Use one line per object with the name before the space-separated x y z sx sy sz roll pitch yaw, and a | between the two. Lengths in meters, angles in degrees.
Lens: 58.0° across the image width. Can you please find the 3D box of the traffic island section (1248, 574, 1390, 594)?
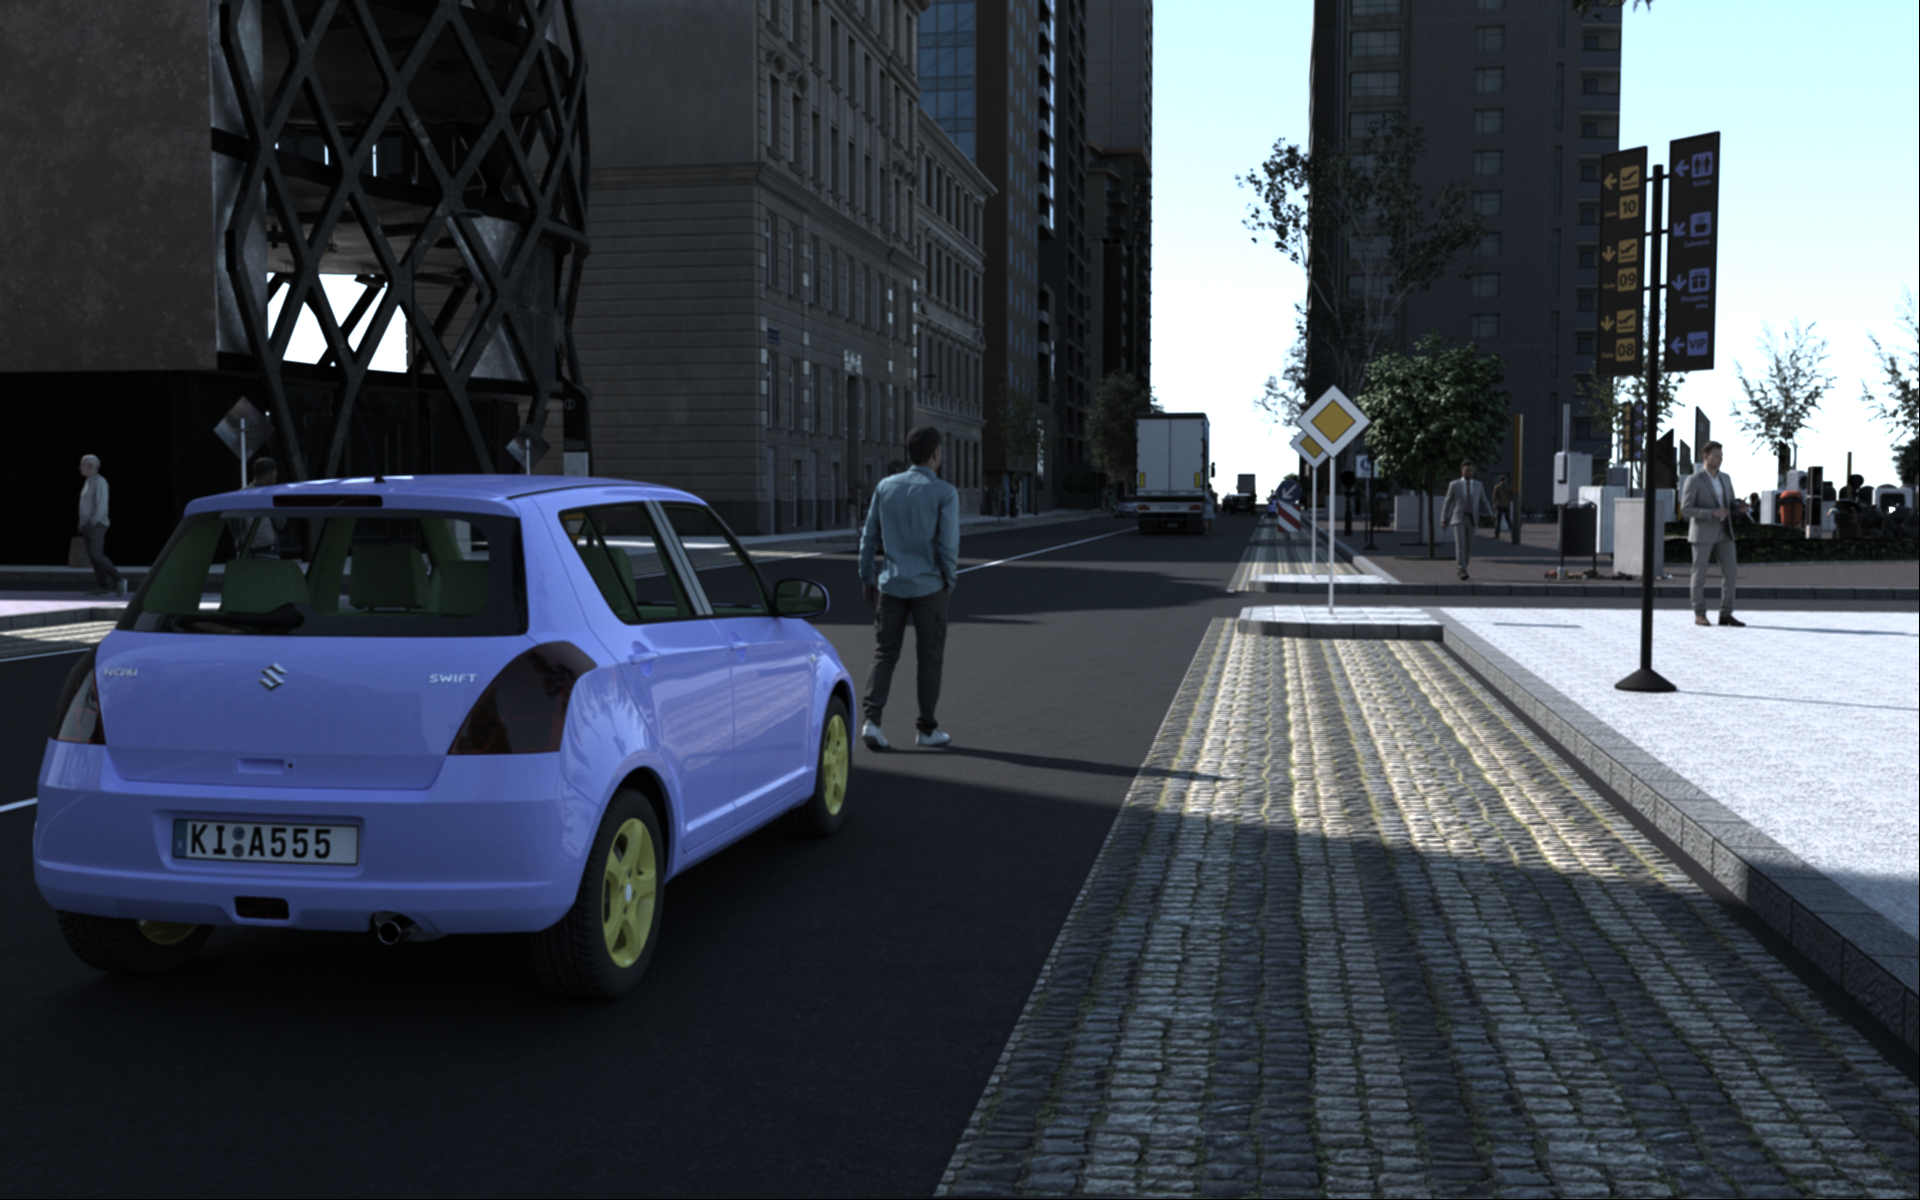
traffic island section | 5.411 -0.246 26.304 2.009 0.180 2.903 1 4 10

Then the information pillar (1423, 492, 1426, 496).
information pillar | 15.139 -3.980 56.425 0.183 3.616 0.504 1 4 11

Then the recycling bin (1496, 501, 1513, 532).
recycling bin | 18.603 -2.828 58.796 0.722 1.027 0.722 1 4 10

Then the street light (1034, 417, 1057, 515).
street light | 5.107 -8.035 103.911 1.470 5.913 1.316 1 4 10

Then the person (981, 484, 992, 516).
person | 1.549 -5.772 100.190 0.755 1.850 0.659 0 4 3

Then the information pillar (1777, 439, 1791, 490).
information pillar | 34.875 -5.015 73.352 0.504 3.616 0.183 1 4 14

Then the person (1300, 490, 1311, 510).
person | 28.588 -8.389 143.186 0.705 1.826 1.348 -2 4 -33

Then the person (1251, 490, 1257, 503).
person | 25.833 -8.773 152.386 0.683 1.767 0.568 1 4 22

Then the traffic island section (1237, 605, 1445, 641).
traffic island section | 3.991 0.235 18.446 2.009 0.180 2.903 1 4 10

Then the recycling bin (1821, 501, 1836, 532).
recycling bin | 29.472 -2.850 59.144 0.722 1.027 0.722 -3 5 -45

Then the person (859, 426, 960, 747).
person | -0.312 -0.080 9.836 0.660 1.820 0.620 1 4 22

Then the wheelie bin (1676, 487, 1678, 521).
wheelie bin | 31.313 -4.146 75.703 0.693 1.594 0.980 2 4 26

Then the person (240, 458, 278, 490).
person | -6.775 -0.480 16.702 0.623 1.781 0.721 0 4 2

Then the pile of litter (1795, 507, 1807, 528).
pile of litter | 31.805 -3.110 64.813 1.719 0.858 1.176 3 5 44

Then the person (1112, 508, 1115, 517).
person | 9.654 -5.960 109.206 0.557 1.426 1.065 0 4 8

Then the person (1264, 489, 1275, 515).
person | 21.013 -6.619 117.245 0.750 1.759 0.617 -1 4 -12

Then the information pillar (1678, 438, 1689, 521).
information pillar | 30.444 -4.982 72.818 0.504 3.616 0.183 0 4 -8

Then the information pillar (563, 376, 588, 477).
information pillar | -7.637 -2.631 34.376 0.504 3.616 0.183 0 4 7

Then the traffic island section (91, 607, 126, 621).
traffic island section | -8.547 0.096 20.708 2.009 0.180 2.903 1 4 10

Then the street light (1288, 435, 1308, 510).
street light | 26.596 -9.971 135.560 1.470 5.913 1.316 1 4 10

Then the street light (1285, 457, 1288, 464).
street light | 33.859 -12.387 175.069 1.470 5.913 1.316 1 4 10

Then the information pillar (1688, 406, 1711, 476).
information pillar | 19.713 -3.346 46.065 0.504 3.616 0.183 -2 4 -24

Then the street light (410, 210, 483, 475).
street light | -8.490 -3.427 28.567 1.470 5.913 1.316 1 4 10

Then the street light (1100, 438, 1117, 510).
street light | 12.317 -10.470 143.732 1.470 5.913 1.316 1 4 10

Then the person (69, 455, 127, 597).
person | -10.818 -0.927 21.691 0.515 1.767 0.782 -3 5 -44

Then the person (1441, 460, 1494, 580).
person | 7.589 -1.203 25.981 0.678 1.792 0.850 0 4 -2

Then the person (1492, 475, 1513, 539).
person | 15.618 -2.670 49.615 0.656 1.842 0.836 -2 4 -26

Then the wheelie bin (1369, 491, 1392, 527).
wheelie bin | 16.415 -3.656 67.688 0.693 1.594 0.980 -2 4 -24

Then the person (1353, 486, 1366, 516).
person | 23.823 -5.952 103.488 0.705 1.807 1.348 -2 4 -26

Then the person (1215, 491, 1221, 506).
person | 27.702 -10.906 187.334 1.217 1.766 0.721 2 4 30

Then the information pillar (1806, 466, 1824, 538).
information pillar | 22.407 -2.503 45.415 0.304 2.012 0.304 1 4 9

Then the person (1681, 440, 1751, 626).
person | 7.361 -0.648 16.833 0.606 1.804 0.583 -1 4 -21

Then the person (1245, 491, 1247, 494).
person | 32.885 -11.573 198.452 0.721 1.736 1.217 1 4 19

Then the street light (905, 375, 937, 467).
street light | -1.585 -5.808 67.494 1.470 5.913 1.316 1 4 10

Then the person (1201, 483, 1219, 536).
person | 8.446 -3.051 58.476 0.616 1.811 0.778 0 4 7

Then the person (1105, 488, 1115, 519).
person | 8.740 -5.587 100.096 0.600 1.795 0.529 2 4 33

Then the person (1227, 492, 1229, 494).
person | 34.779 -13.224 225.438 0.721 1.743 1.217 0 4 1

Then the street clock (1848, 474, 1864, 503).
street clock | 32.320 -3.544 62.509 0.358 2.002 0.471 -3 5 -41

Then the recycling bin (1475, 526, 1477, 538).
recycling bin | 14.857 -2.372 51.330 0.722 1.027 0.722 0 4 -5

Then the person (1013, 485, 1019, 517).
person | 3.090 -5.649 98.763 0.624 1.780 0.694 0 4 -7

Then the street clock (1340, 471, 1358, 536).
street clock | 11.990 -2.988 53.426 0.471 2.002 0.358 2 4 30
